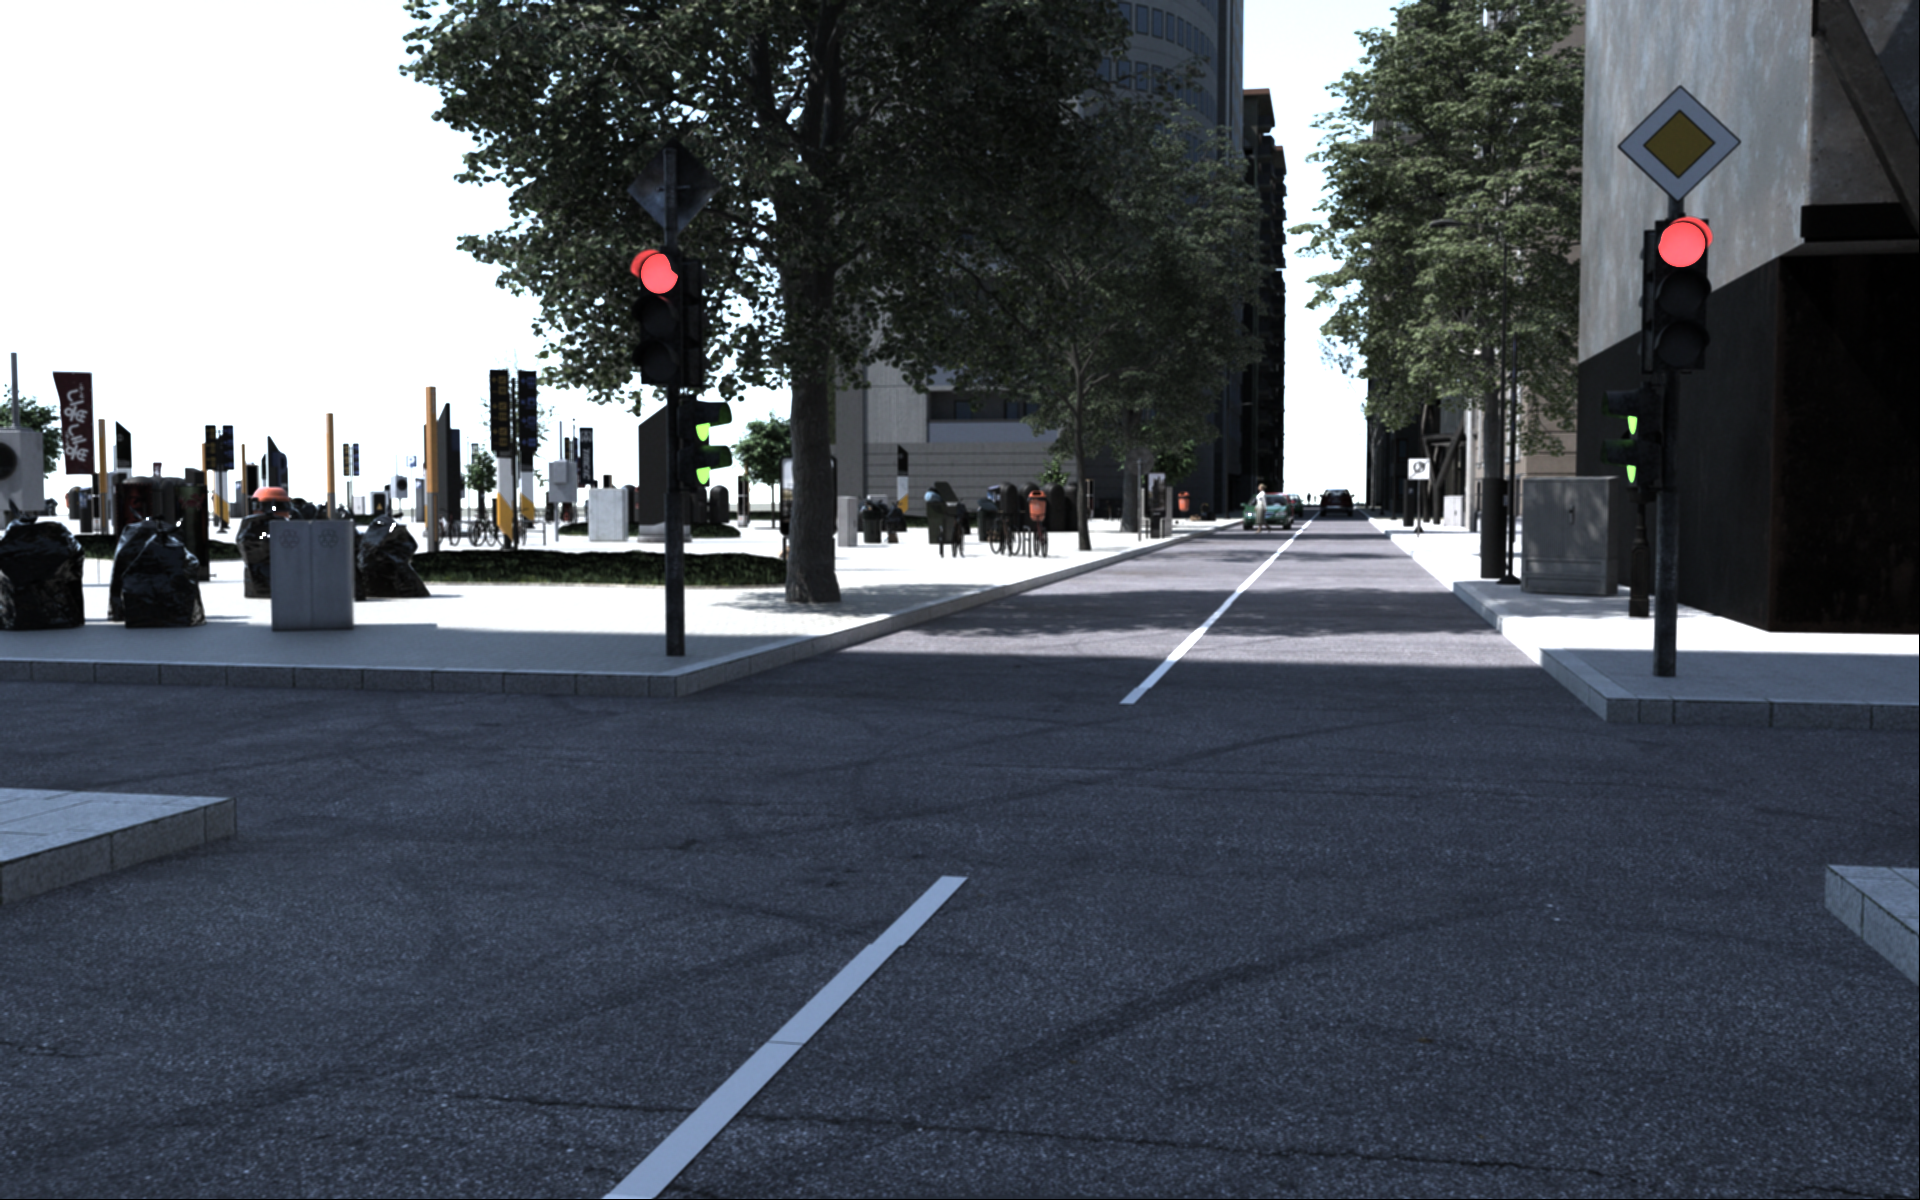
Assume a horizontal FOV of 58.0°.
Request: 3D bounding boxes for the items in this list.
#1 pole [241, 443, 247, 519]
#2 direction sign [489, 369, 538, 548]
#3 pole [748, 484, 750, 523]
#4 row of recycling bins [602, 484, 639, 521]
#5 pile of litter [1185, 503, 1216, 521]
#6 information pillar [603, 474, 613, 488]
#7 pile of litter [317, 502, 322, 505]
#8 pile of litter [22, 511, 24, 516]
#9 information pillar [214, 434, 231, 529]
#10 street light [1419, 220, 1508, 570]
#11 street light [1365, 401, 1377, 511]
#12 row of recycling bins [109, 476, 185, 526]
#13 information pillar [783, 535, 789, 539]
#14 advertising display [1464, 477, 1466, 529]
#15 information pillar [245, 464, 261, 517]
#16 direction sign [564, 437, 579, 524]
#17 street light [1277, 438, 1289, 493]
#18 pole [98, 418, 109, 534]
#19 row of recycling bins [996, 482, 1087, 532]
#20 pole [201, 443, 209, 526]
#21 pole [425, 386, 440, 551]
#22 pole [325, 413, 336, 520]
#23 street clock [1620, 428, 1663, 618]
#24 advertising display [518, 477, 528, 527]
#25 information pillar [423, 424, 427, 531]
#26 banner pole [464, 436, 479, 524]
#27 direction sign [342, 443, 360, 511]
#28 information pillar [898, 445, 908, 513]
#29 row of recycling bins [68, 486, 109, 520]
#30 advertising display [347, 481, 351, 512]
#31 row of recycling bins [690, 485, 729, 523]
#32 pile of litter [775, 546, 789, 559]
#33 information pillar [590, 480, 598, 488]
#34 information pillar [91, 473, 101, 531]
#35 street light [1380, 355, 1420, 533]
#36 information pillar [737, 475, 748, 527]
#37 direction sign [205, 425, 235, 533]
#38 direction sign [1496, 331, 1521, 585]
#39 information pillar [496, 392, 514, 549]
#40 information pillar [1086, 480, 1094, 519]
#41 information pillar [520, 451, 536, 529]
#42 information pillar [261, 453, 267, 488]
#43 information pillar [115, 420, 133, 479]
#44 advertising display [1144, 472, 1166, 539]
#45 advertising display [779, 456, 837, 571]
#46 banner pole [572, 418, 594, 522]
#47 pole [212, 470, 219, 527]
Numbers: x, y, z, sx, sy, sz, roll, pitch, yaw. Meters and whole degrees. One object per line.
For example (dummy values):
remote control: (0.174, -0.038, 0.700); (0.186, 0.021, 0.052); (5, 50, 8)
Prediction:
pole: (-28.782, -4.635, 69.620); (0.158, 3.312, 0.155); (0, 3, 0)
direction sign: (-8.143, -2.426, 31.666); (0.876, 3.537, 0.379); (-2, 4, -33)
pole: (-9.286, -4.994, 75.502); (0.158, 3.312, 0.155); (0, 3, 0)
row of recycling bins: (-13.409, -3.943, 71.579); (3.534, 1.692, 1.069); (2, 4, 29)
pile of litter: (11.454, -4.185, 82.386); (1.719, 0.858, 1.176); (-1, 4, -14)
information pillar: (-13.010, -3.639, 63.993); (0.304, 2.012, 0.304); (0, 4, 3)
pile of litter: (-34.880, -4.907, 94.194); (1.719, 0.858, 1.176); (2, 4, 33)
pile of litter: (-40.123, -3.635, 73.397); (1.719, 0.858, 1.176); (-3, 5, -42)
information pillar: (-27.206, -4.432, 63.812); (0.504, 3.616, 0.183); (-3, 5, -41)
street light: (8.651, -3.478, 29.413); (1.470, 5.913, 1.316); (1, 4, 12)
street light: (20.779, -6.880, 85.027); (1.470, 5.913, 1.316); (1, 4, 12)
row of recycling bins: (-18.420, -2.008, 39.948); (1.069, 1.692, 3.534); (-1, 4, -9)
information pillar: (-4.921, -2.770, 49.782); (0.304, 2.012, 0.304); (0, 4, -1)
advertising display: (19.024, -3.591, 63.919); (0.123, 1.923, 0.974); (-2, 4, -35)
information pillar: (-17.584, -2.363, 43.129); (0.304, 2.012, 0.304); (-1, 4, -12)
direction sign: (-15.423, -4.697, 68.790); (0.379, 3.537, 0.876); (2, 4, 24)
street light: (26.437, -10.520, 144.542); (1.470, 5.913, 1.316); (1, 4, 12)
pole: (-23.128, -3.237, 46.770); (0.158, 3.312, 0.155); (0, 3, 0)
row of recycling bins: (2.733, -3.160, 58.771); (3.534, 1.692, 1.069); (-2, 4, -27)
pole: (-29.987, -4.584, 68.787); (0.158, 3.312, 0.155); (0, 3, 0)
pole: (-9.988, -2.381, 32.778); (0.158, 3.312, 0.155); (0, 3, 0)
pole: (-15.773, -3.032, 43.417); (0.158, 3.312, 0.155); (0, 3, 0)
street clock: (7.095, -0.824, 18.037); (0.471, 2.002, 0.358); (2, 4, 25)
advertising display: (-16.634, -3.742, 66.395); (0.123, 1.923, 0.974); (-3, 5, -41)
information pillar: (-17.875, -4.092, 58.258); (0.183, 3.616, 0.504); (1, 4, 11)
banner pole: (-20.934, -5.160, 74.386); (0.863, 3.779, 0.401); (2, 4, 27)
direction sign: (-27.000, -5.191, 76.865); (0.876, 3.537, 0.379); (1, 4, 19)
information pillar: (-2.692, -5.492, 81.155); (0.504, 3.616, 0.183); (0, 4, -7)
row of recycling bins: (-43.047, -4.906, 87.334); (3.534, 1.692, 1.069); (-1, 4, -12)
advertising display: (-29.540, -4.806, 83.786); (0.123, 1.923, 0.974); (-1, 4, -13)
row of recycling bins: (-11.892, -4.212, 75.986); (3.534, 1.692, 1.069); (-1, 4, -16)
pile of litter: (-3.135, -1.247, 34.349); (1.176, 0.858, 1.719); (1, 4, 20)
information pillar: (-18.814, -5.175, 89.097); (0.304, 2.012, 0.304); (3, 4, 39)
information pillar: (-29.587, -3.365, 59.506); (0.304, 2.012, 0.304); (0, 4, 8)
street light: (14.716, -5.195, 57.480); (1.470, 5.913, 1.316); (1, 4, 12)
information pillar: (-8.392, -3.815, 66.866); (0.304, 2.012, 0.304); (1, 4, 21)
direction sign: (-24.173, -3.952, 56.616); (0.876, 3.537, 0.379); (-1, 4, -14)
direction sign: (7.846, -1.994, 24.593); (0.379, 3.537, 0.876); (1, 4, 15)
information pillar: (-10.447, -2.957, 39.708); (0.183, 3.616, 0.504); (1, 4, 22)
information pillar: (6.628, -5.139, 88.521); (0.304, 2.012, 0.304); (-2, 4, -26)
information pillar: (-16.017, -4.453, 64.162); (0.504, 3.616, 0.183); (-1, 4, -21)
information pillar: (-39.143, -6.490, 97.462); (0.183, 3.616, 0.504); (0, 4, 5)
information pillar: (-26.472, -3.884, 54.855); (0.504, 3.616, 0.183); (0, 4, 2)
advertising display: (5.648, -2.744, 50.084); (0.123, 1.923, 0.974); (3, 5, 40)
advertising display: (-2.548, -1.462, 29.113); (0.974, 1.923, 0.123); (1, 4, 11)
banner pole: (-12.419, -4.088, 56.862); (0.863, 3.779, 0.401); (-1, 4, -17)
pole: (-29.217, -4.532, 67.947); (0.158, 3.312, 0.155); (0, 3, 0)
